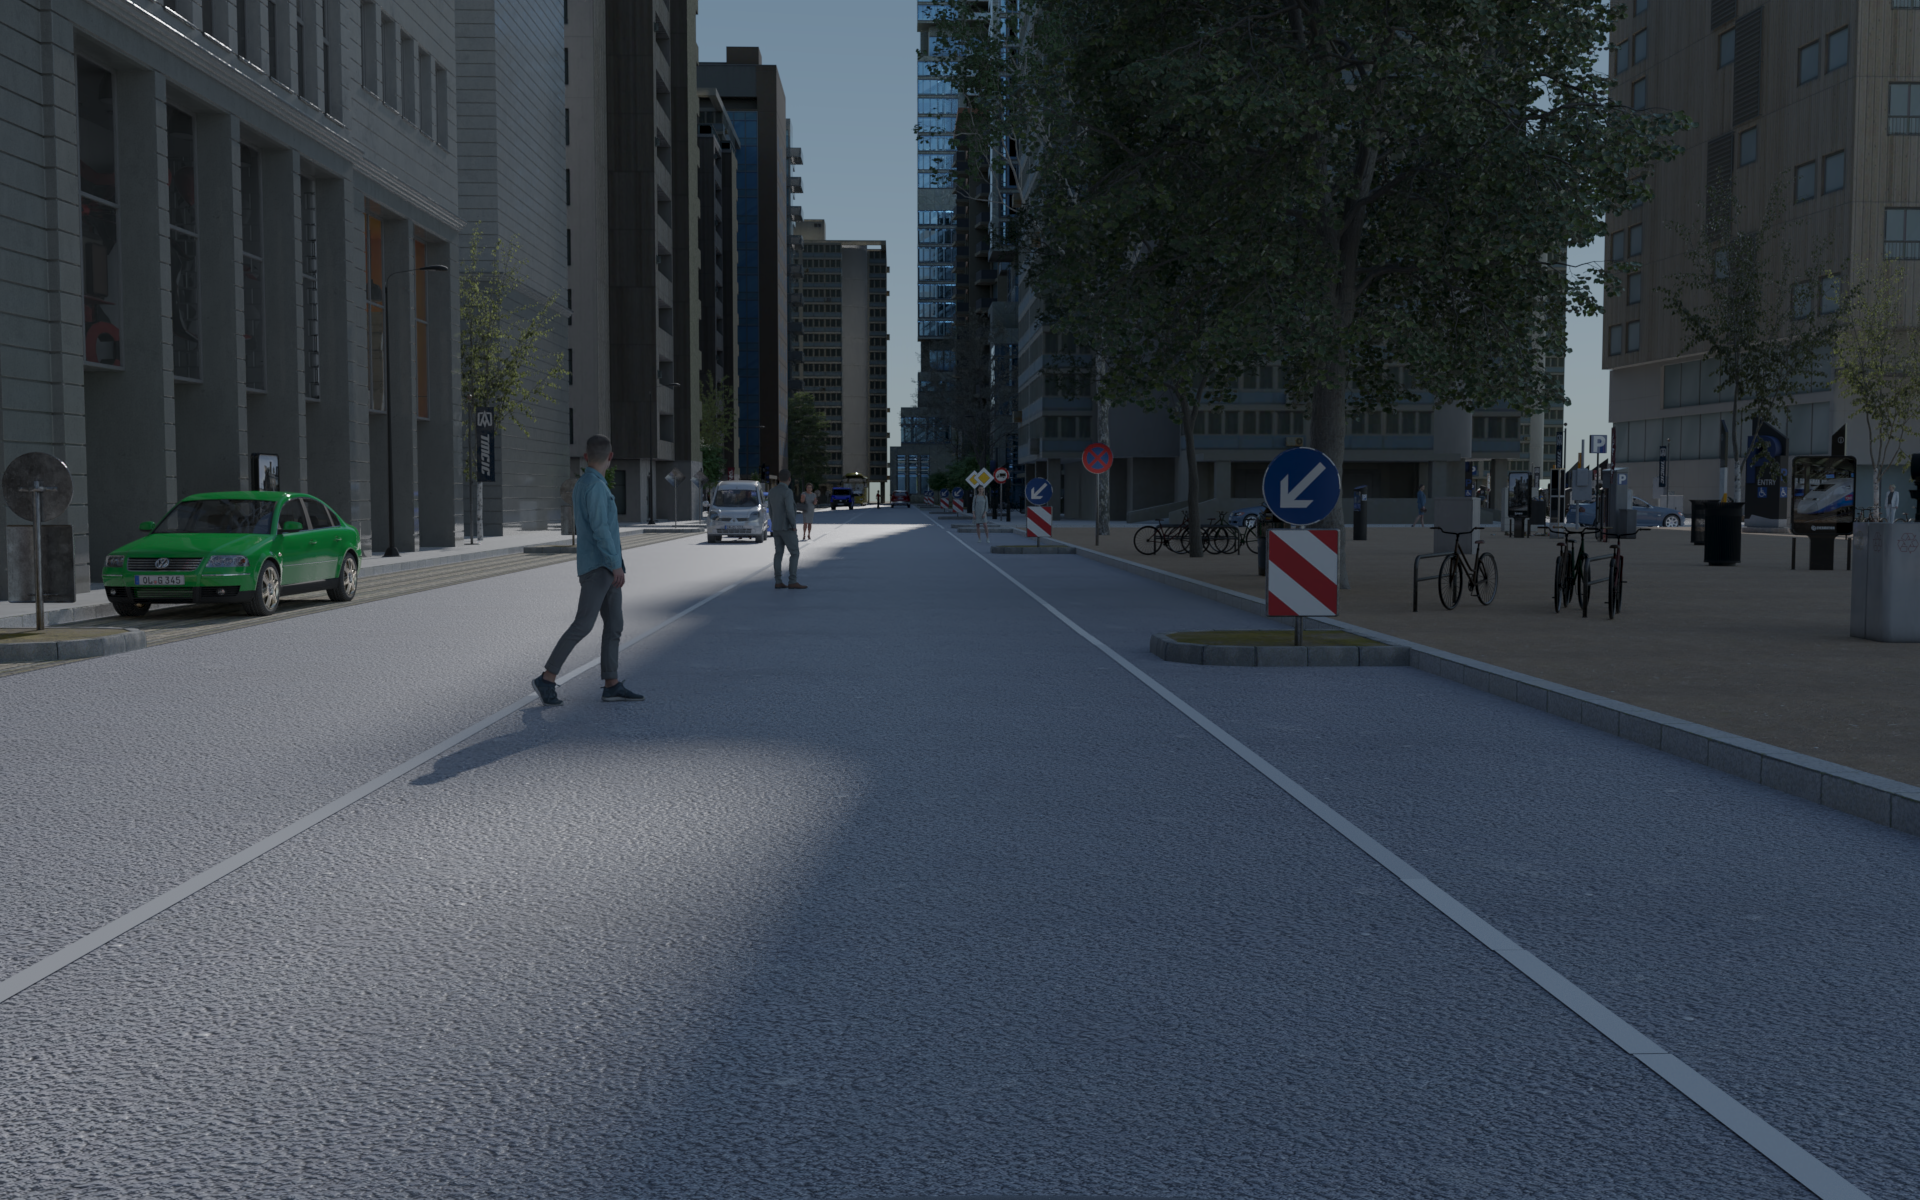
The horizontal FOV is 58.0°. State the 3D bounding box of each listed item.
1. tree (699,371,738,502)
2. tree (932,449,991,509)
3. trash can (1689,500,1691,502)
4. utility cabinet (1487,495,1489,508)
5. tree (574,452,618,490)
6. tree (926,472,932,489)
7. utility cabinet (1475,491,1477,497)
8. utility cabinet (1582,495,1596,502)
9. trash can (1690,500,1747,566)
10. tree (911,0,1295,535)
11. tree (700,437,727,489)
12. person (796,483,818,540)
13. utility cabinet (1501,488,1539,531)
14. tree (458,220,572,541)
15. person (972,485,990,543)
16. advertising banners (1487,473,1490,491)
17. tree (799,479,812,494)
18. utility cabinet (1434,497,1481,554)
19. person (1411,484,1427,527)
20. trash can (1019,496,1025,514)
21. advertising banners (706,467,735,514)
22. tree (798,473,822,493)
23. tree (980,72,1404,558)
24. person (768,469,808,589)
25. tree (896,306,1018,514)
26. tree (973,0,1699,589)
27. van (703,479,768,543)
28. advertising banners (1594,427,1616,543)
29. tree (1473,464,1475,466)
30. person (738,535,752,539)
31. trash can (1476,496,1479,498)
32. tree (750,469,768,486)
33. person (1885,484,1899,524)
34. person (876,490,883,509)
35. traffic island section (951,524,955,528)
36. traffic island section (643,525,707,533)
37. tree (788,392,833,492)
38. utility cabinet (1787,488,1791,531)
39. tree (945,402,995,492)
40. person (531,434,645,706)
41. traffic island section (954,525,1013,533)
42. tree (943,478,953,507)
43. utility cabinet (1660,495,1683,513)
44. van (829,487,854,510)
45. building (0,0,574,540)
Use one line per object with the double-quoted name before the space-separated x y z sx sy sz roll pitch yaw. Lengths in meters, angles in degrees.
"tree" -14.828 -9.260 101.761 4.737 8.622 4.395 0 3 0
"tree" 1.264 -8.459 122.019 4.285 4.588 4.351 0 3 0
"trash can" 18.652 -1.942 43.411 0.748 1.137 0.748 0 3 0
"utility cabinet" 41.042 -7.510 133.952 1.020 1.237 0.306 3 4 39
"tree" -13.846 -4.356 65.818 1.663 3.219 1.824 0 3 0
"tree" -2.685 -14.581 222.119 4.285 4.588 4.351 0 3 0
"utility cabinet" 39.424 -7.585 132.689 1.173 1.500 0.318 3 4 36
"utility cabinet" 31.619 -4.609 86.511 1.020 1.237 0.306 2 4 34
"trash can" 13.632 -1.180 30.945 0.748 1.137 0.748 0 3 0
"tree" 4.508 -12.001 52.109 12.611 20.169 13.585 0 3 0
"tree" -14.479 -6.828 95.355 4.285 4.588 4.351 0 3 0
"person" -4.813 -2.784 54.380 0.716 1.782 0.532 -2 4 -23
"utility cabinet" 18.943 -3.055 58.635 1.173 1.500 0.318 0 4 -5
"tree" -13.090 -5.956 47.743 4.360 8.622 3.978 0 3 0
"person" 0.613 -2.546 51.134 0.512 1.701 0.522 0 4 -2
"advertising banners" 43.683 -9.077 144.589 2.074 3.025 0.090 -3 4 -38
"tree" -17.796 -12.451 198.173 1.663 3.219 1.824 0 3 0
"utility cabinet" 10.696 -1.597 37.273 0.306 1.237 1.020 -2 4 -35
"person" 18.405 -3.718 69.318 0.654 1.822 0.581 1 4 14
"trash can" 4.177 -6.172 112.567 0.748 1.137 0.748 0 3 0
"advertising banners" -15.624 -7.145 113.010 2.074 3.025 0.090 1 4 17
"tree" -19.448 -14.778 225.339 4.285 4.588 4.351 0 3 0
"tree" 4.785 -6.163 35.170 8.767 10.594 7.601 0 4 -6
"person" -2.660 -1.079 26.243 0.635 1.810 0.391 3 4 39
"tree" 1.365 -12.360 112.454 12.009 13.543 11.850 0 3 0
"tree" 5.055 -7.129 23.222 9.857 13.997 8.962 0 3 0
"van" -6.681 -2.758 52.099 2.013 2.044 4.112 0 4 -4
"advertising banners" 17.166 -3.047 46.011 0.090 3.025 2.074 1 4 10
"tree" 31.415 -7.799 111.231 4.285 4.588 4.351 0 3 0
"person" -6.791 -2.842 54.883 0.656 1.842 0.836 -2 4 -26
"trash can" 39.618 -7.527 134.715 0.748 1.137 0.748 0 3 0
"tree" -15.702 -8.425 132.344 1.663 3.219 1.824 0 3 0
"person" 38.882 -3.909 72.289 0.514 1.842 0.818 2 4 28
"person" -7.921 -9.803 168.718 0.705 1.831 1.348 -2 4 -31
"traffic island section" 0.636 -3.116 73.229 2.009 0.180 2.903 0 4 -2
"traffic island section" -10.659 -2.603 64.837 2.009 0.180 2.903 0 4 -2
"tree" -17.789 -16.750 191.989 7.486 12.596 7.792 0 3 0
"utility cabinet" 28.225 -3.115 59.613 0.318 1.500 1.173 -3 4 -38
"tree" 1.152 -11.436 137.338 4.360 8.622 3.978 0 3 0
"person" -2.553 -0.215 11.882 0.748 1.841 0.638 0 4 -7
"traffic island section" 0.925 -2.628 65.249 2.009 0.180 2.903 0 4 -2
"tree" -0.912 -10.970 173.966 1.663 3.219 1.824 0 3 0
"utility cabinet" 34.566 -4.462 84.120 1.020 1.237 0.306 2 4 26
"van" -10.739 -9.401 158.090 2.240 2.365 5.245 0 4 -1
"building" -28.761 -17.070 56.579 29.804 29.767 11.434 0 4 -2
